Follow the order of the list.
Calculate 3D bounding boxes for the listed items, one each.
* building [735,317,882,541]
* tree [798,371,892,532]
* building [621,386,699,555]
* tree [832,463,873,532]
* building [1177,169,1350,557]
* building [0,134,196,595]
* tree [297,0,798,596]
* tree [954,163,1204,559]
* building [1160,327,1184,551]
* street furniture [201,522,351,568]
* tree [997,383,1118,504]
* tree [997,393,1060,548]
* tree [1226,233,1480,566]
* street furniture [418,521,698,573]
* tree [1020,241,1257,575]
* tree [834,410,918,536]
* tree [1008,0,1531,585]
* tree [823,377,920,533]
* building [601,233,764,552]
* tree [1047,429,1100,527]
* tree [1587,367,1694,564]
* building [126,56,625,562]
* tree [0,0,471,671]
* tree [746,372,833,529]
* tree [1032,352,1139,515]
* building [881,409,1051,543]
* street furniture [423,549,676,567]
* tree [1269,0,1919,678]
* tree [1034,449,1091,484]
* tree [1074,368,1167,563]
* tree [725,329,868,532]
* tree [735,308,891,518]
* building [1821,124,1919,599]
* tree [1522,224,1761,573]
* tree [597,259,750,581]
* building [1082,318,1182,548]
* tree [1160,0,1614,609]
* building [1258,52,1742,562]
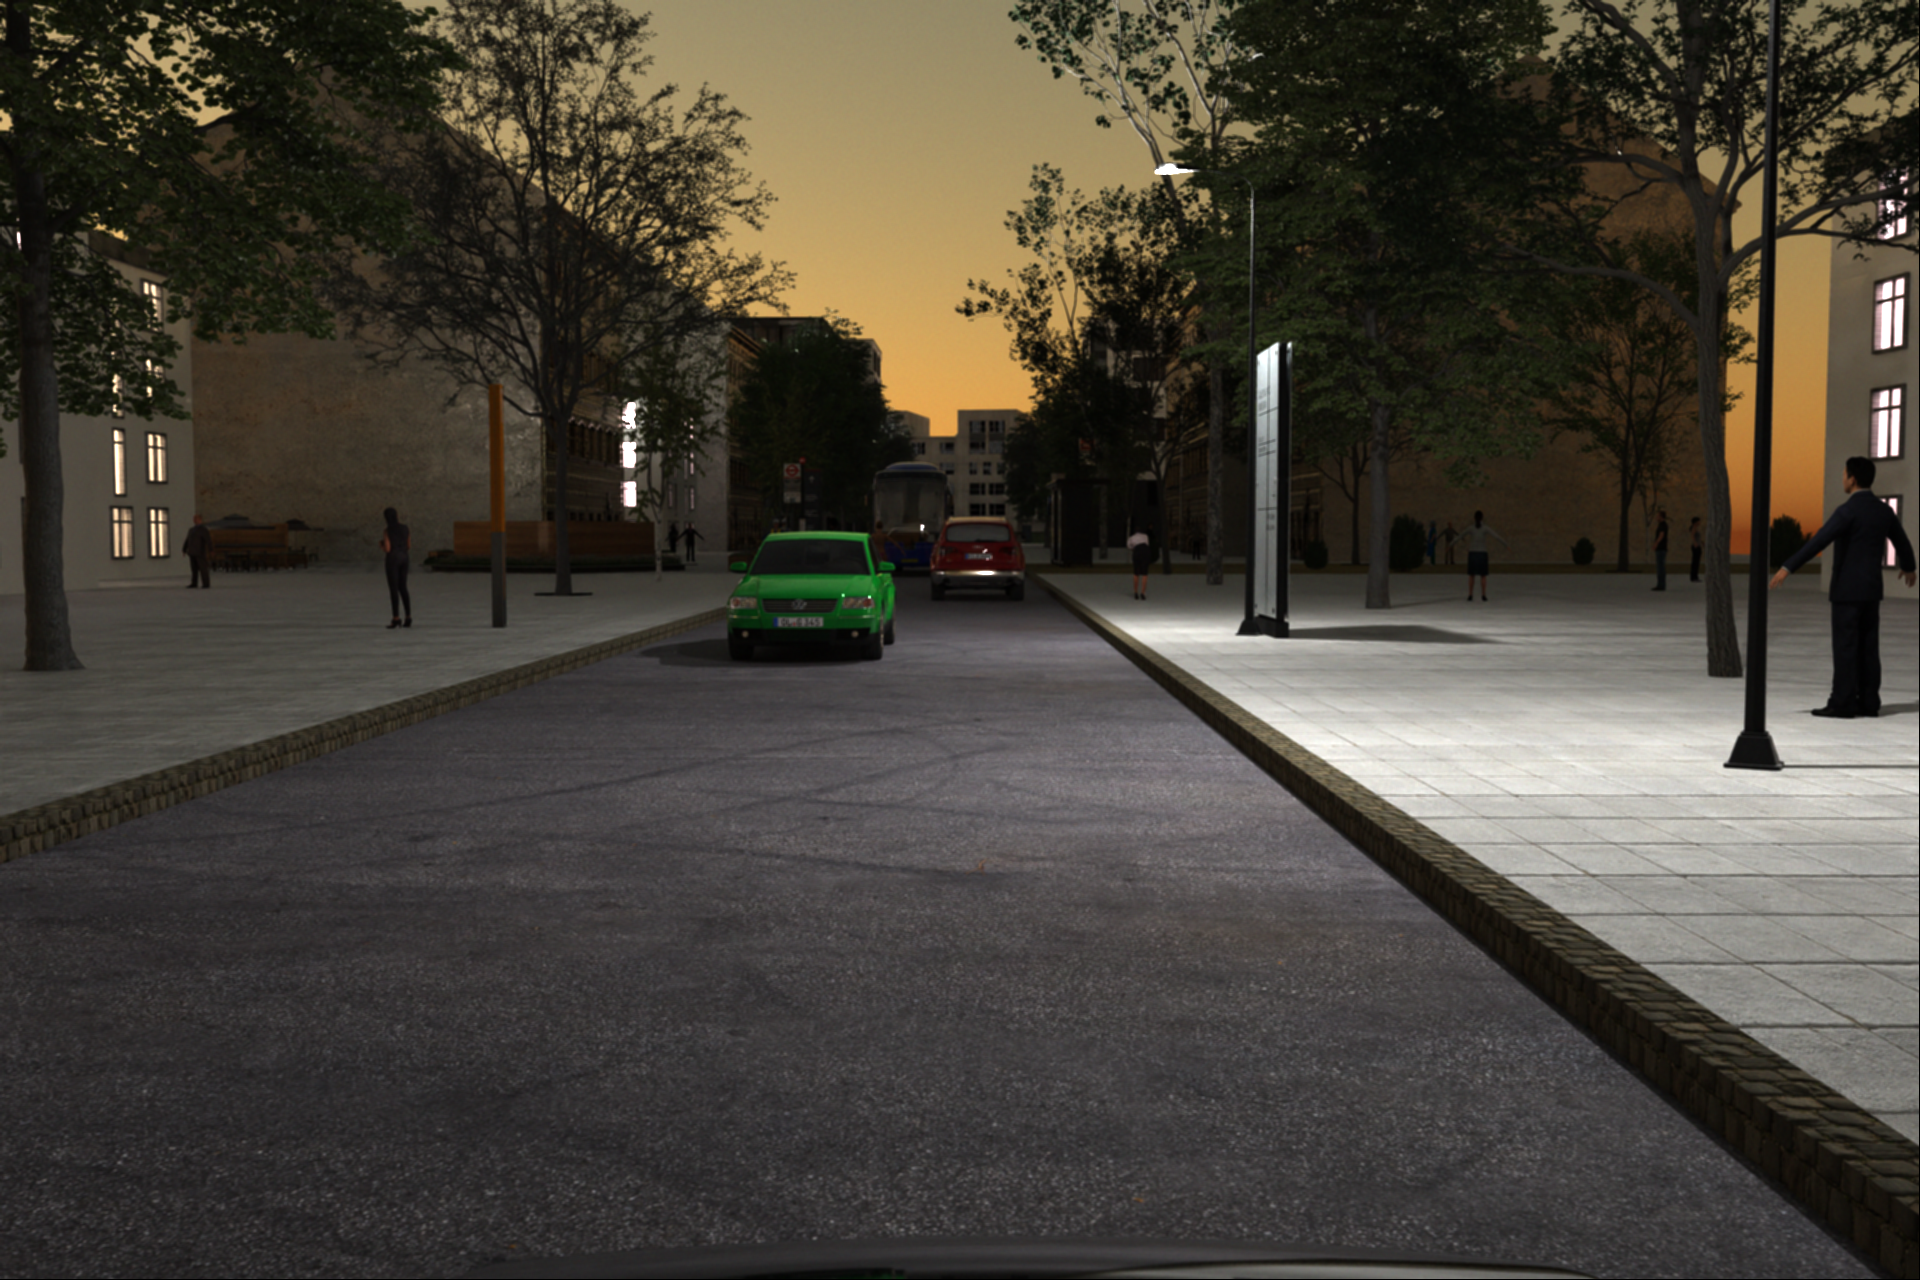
[{"bbox_3d":[-23.071,-20.530,179.632,27.936,21.610,32.646,0,4,1],"label":"building"},{"bbox_3d":[-8.071,-12.088,115.764,7.486,12.596,7.792,0,3,0],"label":"tree"},{"bbox_3d":[-21.426,-10.399,112.173,9.099,9.664,28.070,0,4,0],"label":"building"},{"bbox_3d":[-7.535,-10.662,124.681,4.360,8.622,3.978,0,3,0],"label":"tree"},{"bbox_3d":[23.989,-16.868,106.727,19.493,23.208,18.063,0,4,1],"label":"building"},{"bbox_3d":[-24.555,-6.000,40.254,9.099,9.664,28.070,0,4,0],"label":"building"},{"bbox_3d":[-8.383,-7.683,35.994,12.009,13.543,11.850,0,3,0],"label":"tree"},{"bbox_3d":[6.478,-14.257,88.993,12.611,20.169,13.585,0,3,0],"label":"tree"},{"bbox_3d":[25.913,-18.393,131.650,19.493,23.208,18.063,0,4,0],"label":"building"},{"bbox_3d":[-30.571,-3.822,69.338,11.010,1.723,9.812,-2,4,-25],"label":"street furniture"},{"bbox_3d":[7.891,-13.879,137.286,12.009,13.543,11.850,0,3,0],"label":"tree"},{"bbox_3d":[7.988,-15.304,156.882,9.857,13.997,8.962,0,3,0],"label":"tree"},{"bbox_3d":[16.138,-9.813,70.807,12.009,13.543,11.850,0,3,0],"label":"tree"},{"bbox_3d":[-14.121,-3.207,59.286,11.010,1.723,9.812,2,4,31],"label":"street furniture"},{"bbox_3d":[6.414,-7.375,55.000,8.767,10.594,7.601,-2,4,-35],"label":"tree"},{"bbox_3d":[-8.145,-15.208,155.310,9.857,13.997,8.962,0,3,0],"label":"tree"},{"bbox_3d":[7.717,-11.417,42.561,12.611,20.169,13.585,0,3,0],"label":"tree"},{"bbox_3d":[-7.902,-13.794,135.904,12.009,13.543,11.850,0,3,0],"label":"tree"},{"bbox_3d":[-25.901,-18.599,135.016,19.493,23.208,18.063,0,4,1],"label":"building"},{"bbox_3d":[7.683,-10.219,117.448,4.737,8.622,4.395,0,3,0],"label":"tree"},{"bbox_3d":[29.650,-7.563,74.012,4.360,8.622,3.978,0,3,0],"label":"tree"},{"bbox_3d":[-27.984,-15.644,86.710,19.493,23.208,18.063,0,4,0],"label":"building"},{"bbox_3d":[-8.442,-5.963,15.627,7.486,12.596,7.792,0,3,0],"label":"tree"},{"bbox_3d":[-7.965,-7.897,79.484,4.737,8.622,4.395,0,3,0],"label":"tree"},{"bbox_3d":[8.059,-11.645,108.520,7.486,12.596,7.792,0,3,0],"label":"tree"},{"bbox_3d":[1.139,-23.493,253.026,31.486,18.905,16.747,1,4,10],"label":"building"},{"bbox_3d":[-16.239,-3.336,70.171,10.072,0.657,5.734,0,4,1],"label":"street furniture"},{"bbox_3d":[6.624,-4.960,15.502,7.601,10.594,8.767,2,4,35],"label":"tree"},{"bbox_3d":[7.179,-10.859,127.903,4.360,8.622,3.978,0,3,0],"label":"tree"},{"bbox_3d":[7.570,-7.731,76.767,4.360,8.622,3.978,0,3,0],"label":"tree"},{"bbox_3d":[-8.198,-9.886,87.386,9.928,11.665,9.643,0,3,0],"label":"tree"},{"bbox_3d":[-8.653,-11.761,98.945,9.857,13.997,8.962,0,3,0],"label":"tree"},{"bbox_3d":[23.316,-5.014,24.127,9.099,9.664,28.070,0,4,1],"label":"building"},{"bbox_3d":[22.444,-8.076,57.798,9.928,11.665,9.643,0,3,0],"label":"tree"},{"bbox_3d":[-8.121,-5.937,47.436,4.737,8.622,4.395,0,3,0],"label":"tree"},{"bbox_3d":[26.413,-20.554,180.035,27.936,21.610,32.646,0,4,1],"label":"building"},{"bbox_3d":[6.889,-6.827,29.741,7.486,12.596,7.792,0,3,0],"label":"tree"},{"bbox_3d":[26.046,-15.753,88.486,19.493,23.208,18.063,0,4,1],"label":"building"}]
